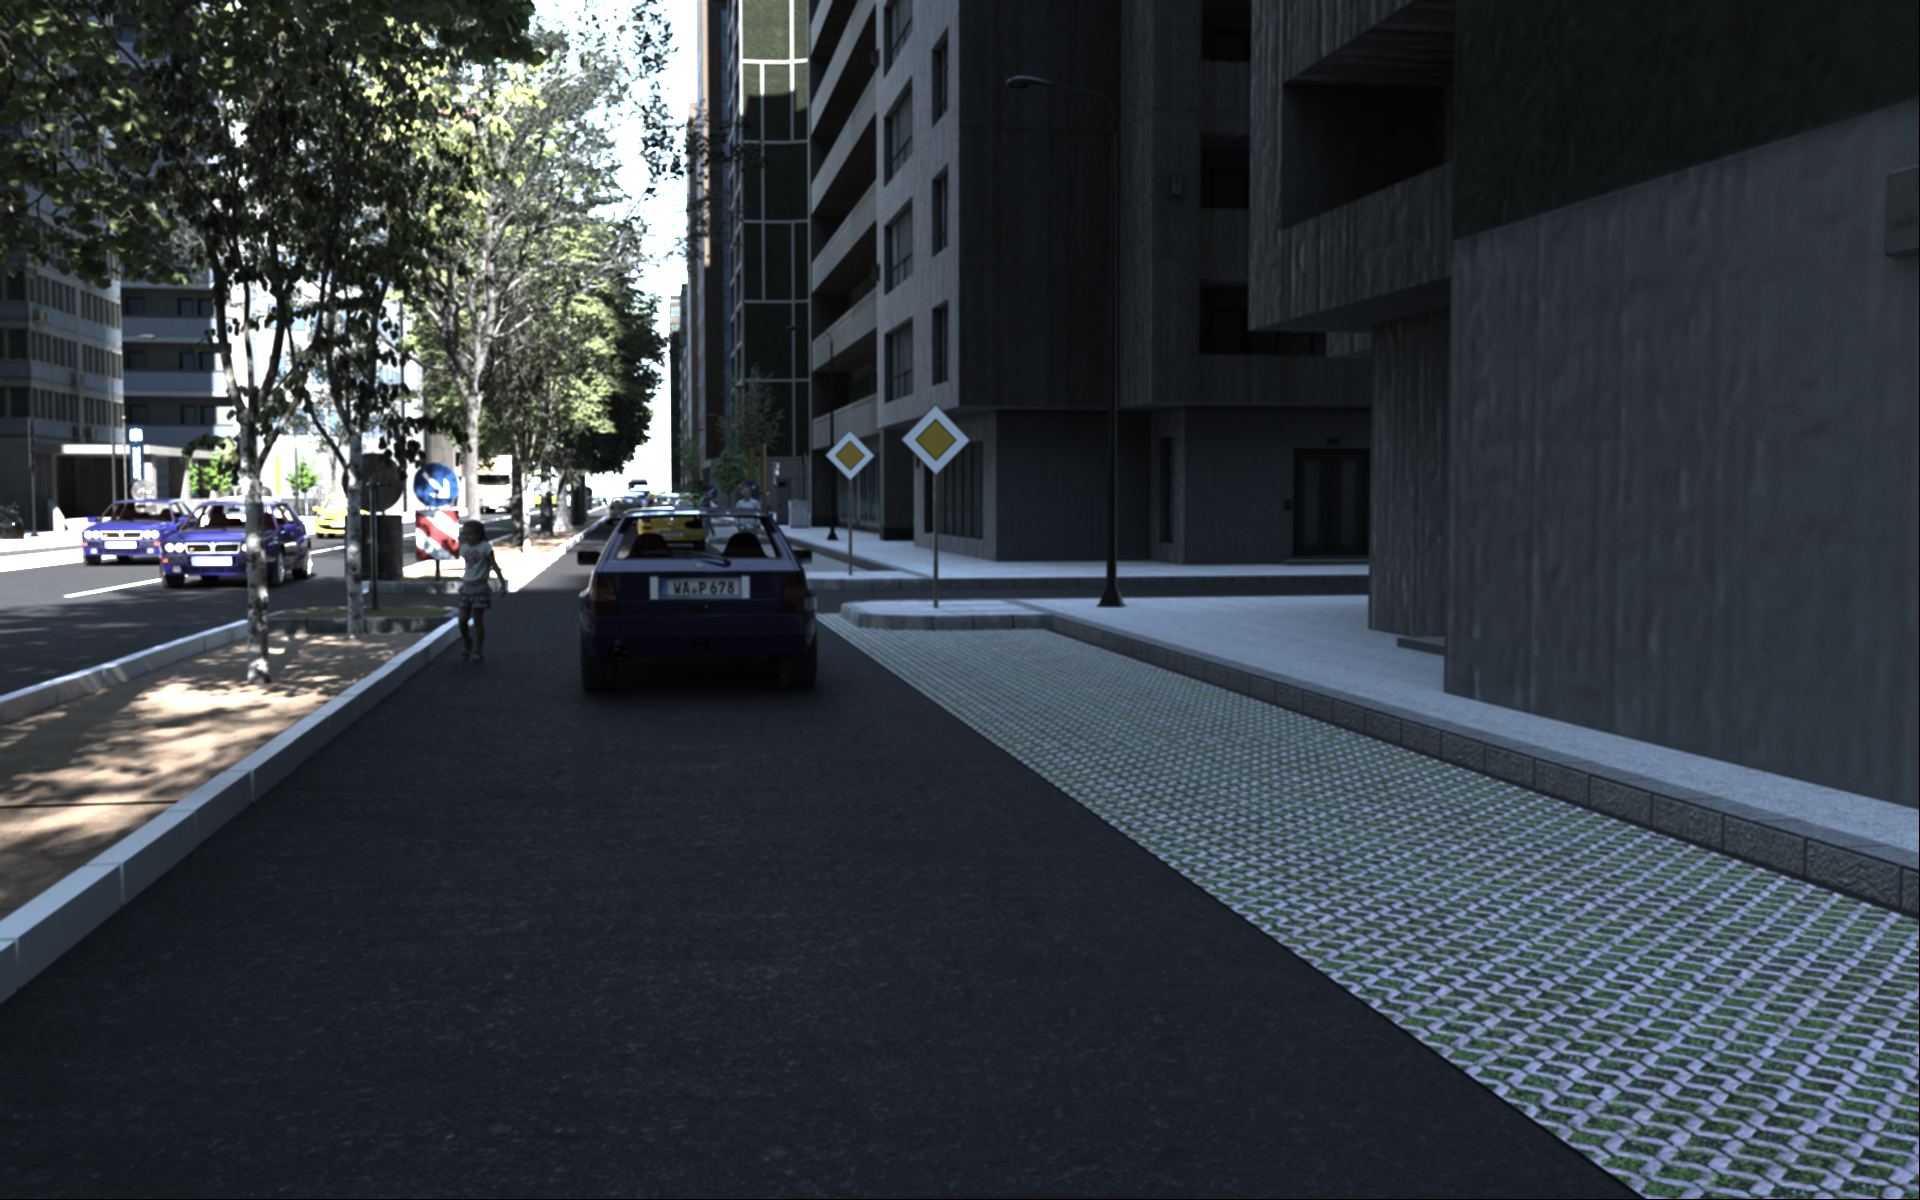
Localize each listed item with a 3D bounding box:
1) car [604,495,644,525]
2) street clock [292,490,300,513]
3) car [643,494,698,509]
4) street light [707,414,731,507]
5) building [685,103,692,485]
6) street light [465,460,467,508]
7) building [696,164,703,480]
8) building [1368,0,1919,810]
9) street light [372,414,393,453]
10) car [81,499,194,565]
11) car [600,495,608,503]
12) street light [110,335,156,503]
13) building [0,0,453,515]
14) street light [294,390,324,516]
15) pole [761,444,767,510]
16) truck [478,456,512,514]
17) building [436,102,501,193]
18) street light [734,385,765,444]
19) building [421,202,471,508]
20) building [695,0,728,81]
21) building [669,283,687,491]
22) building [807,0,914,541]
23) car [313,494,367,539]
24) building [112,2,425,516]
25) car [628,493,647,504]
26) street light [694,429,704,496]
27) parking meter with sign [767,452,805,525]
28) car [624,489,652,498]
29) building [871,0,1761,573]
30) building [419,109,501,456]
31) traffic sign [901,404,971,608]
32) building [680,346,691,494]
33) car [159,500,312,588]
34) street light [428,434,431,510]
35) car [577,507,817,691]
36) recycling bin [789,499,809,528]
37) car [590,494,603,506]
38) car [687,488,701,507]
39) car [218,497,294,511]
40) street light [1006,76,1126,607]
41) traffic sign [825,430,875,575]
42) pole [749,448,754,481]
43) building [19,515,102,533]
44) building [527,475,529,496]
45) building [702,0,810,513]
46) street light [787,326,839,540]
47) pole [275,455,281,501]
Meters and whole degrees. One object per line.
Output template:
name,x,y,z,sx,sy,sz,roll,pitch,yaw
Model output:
car,-15.931,-4.301,82.689,2.083,1.381,4.827,-1,4,-10
street clock,-31.633,-4.769,82.536,0.471,2.002,0.358,-2,4,-34
car,-7.559,-2.140,45.218,2.015,1.641,3.980,-1,4,-11
street light,-13.991,-7.863,101.099,1.470,5.913,1.316,-1,4,-10
building,-23.600,-33.338,195.190,14.600,45.320,14.200,-1,4,-10
street light,-43.417,-11.104,154.097,1.470,5.913,1.316,-1,4,-10
building,-13.472,-31.143,163.816,22.147,44.769,28.867,-1,4,-10
building,9.644,-14.795,13.598,14.160,30.474,14.107,-1,4,-10
street light,-33.302,-7.790,99.907,1.470,5.913,1.316,-1,4,-10
car,-16.996,-1.439,36.116,1.945,1.354,3.894,-1,4,-12
car,-50.794,-14.232,245.277,1.945,1.354,3.894,-1,4,-12
street light,-24.153,-4.773,50.581,1.470,5.913,1.316,-1,4,-10
building,-56.949,-27.044,134.058,32.217,40.220,23.993,-1,4,-10
street light,-29.199,-6.428,77.634,1.470,5.913,1.316,-1,4,-10
pole,-7.933,-4.659,70.018,0.158,3.312,0.155,0,3,0
truck,-34.235,-8.536,128.480,2.839,4.237,11.283,-1,4,-11
building,-66.723,-36.266,216.647,21.300,48.544,21.600,-1,4,-10
street light,-8.959,-6.224,74.304,1.470,5.913,1.316,-1,4,-10
building,-51.548,-23.458,155.236,14.160,30.474,14.107,-1,4,-10
building,-14.271,-30.072,141.791,14.600,45.320,14.200,-1,4,-10
building,-35.095,-29.348,251.541,14.160,30.474,14.107,-1,4,-10
building,6.468,-26.586,58.383,21.300,48.544,21.600,-1,4,-10
car,-20.194,-2.871,57.162,2.015,1.641,3.980,-1,4,-12
building,-46.757,-34.672,108.888,21.231,58.520,28.212,-1,4,-10
car,-21.848,-6.563,116.889,1.945,1.707,3.694,-1,4,-11
street light,-18.057,-9.230,123.452,1.470,5.913,1.316,-1,4,-10
parking meter with sign,-7.285,-4.614,71.694,1.738,3.016,0.543,0,4,-3
car,-23.143,-7.134,125.309,2.281,1.827,5.304,-1,4,-11
building,5.972,-16.175,36.163,14.107,30.474,14.160,-1,4,-10
building,-62.741,-32.860,191.883,22.147,44.769,28.867,-1,4,-10
traffic sign,-0.276,-0.968,19.471,0.795,2.450,0.064,-1,4,-10
building,-20.899,-22.829,218.293,27.650,21.520,28.899,-1,4,-10
car,-11.575,-0.931,27.799,1.945,1.354,3.894,-1,4,-11
street light,-38.362,-9.441,126.907,1.470,5.913,1.316,-1,4,-10
car,-2.136,-0.090,14.059,1.945,1.354,3.894,-1,4,-9
recycling bin,-6.130,-3.262,65.894,0.722,1.027,0.722,-1,4,-11
car,-44.257,-12.228,209.716,2.009,1.686,4.222,-1,4,-10
car,-17.550,-6.334,112.357,1.959,1.807,4.718,-1,4,-12
car,-18.093,-1.925,43.837,2.083,1.381,4.827,-1,4,-9
street light,1.199,-2.875,19.541,1.470,5.913,1.316,-1,4,-10
traffic sign,-1.735,-1.448,27.322,0.795,2.450,0.064,-1,4,-10
pole,-9.259,-5.084,76.964,0.158,3.312,0.155,0,3,0
building,-45.346,-22.656,62.309,32.217,40.220,23.993,-1,4,-10
building,-66.817,-28.459,237.006,14.160,30.474,14.107,-1,4,-10
building,-8.029,-41.936,123.905,20.563,71.187,20.611,-1,4,-10
street light,-4.091,-4.618,48.040,1.470,5.913,1.316,-1,4,-10
pole,-35.942,-5.960,91.290,0.158,3.312,0.155,0,3,0
